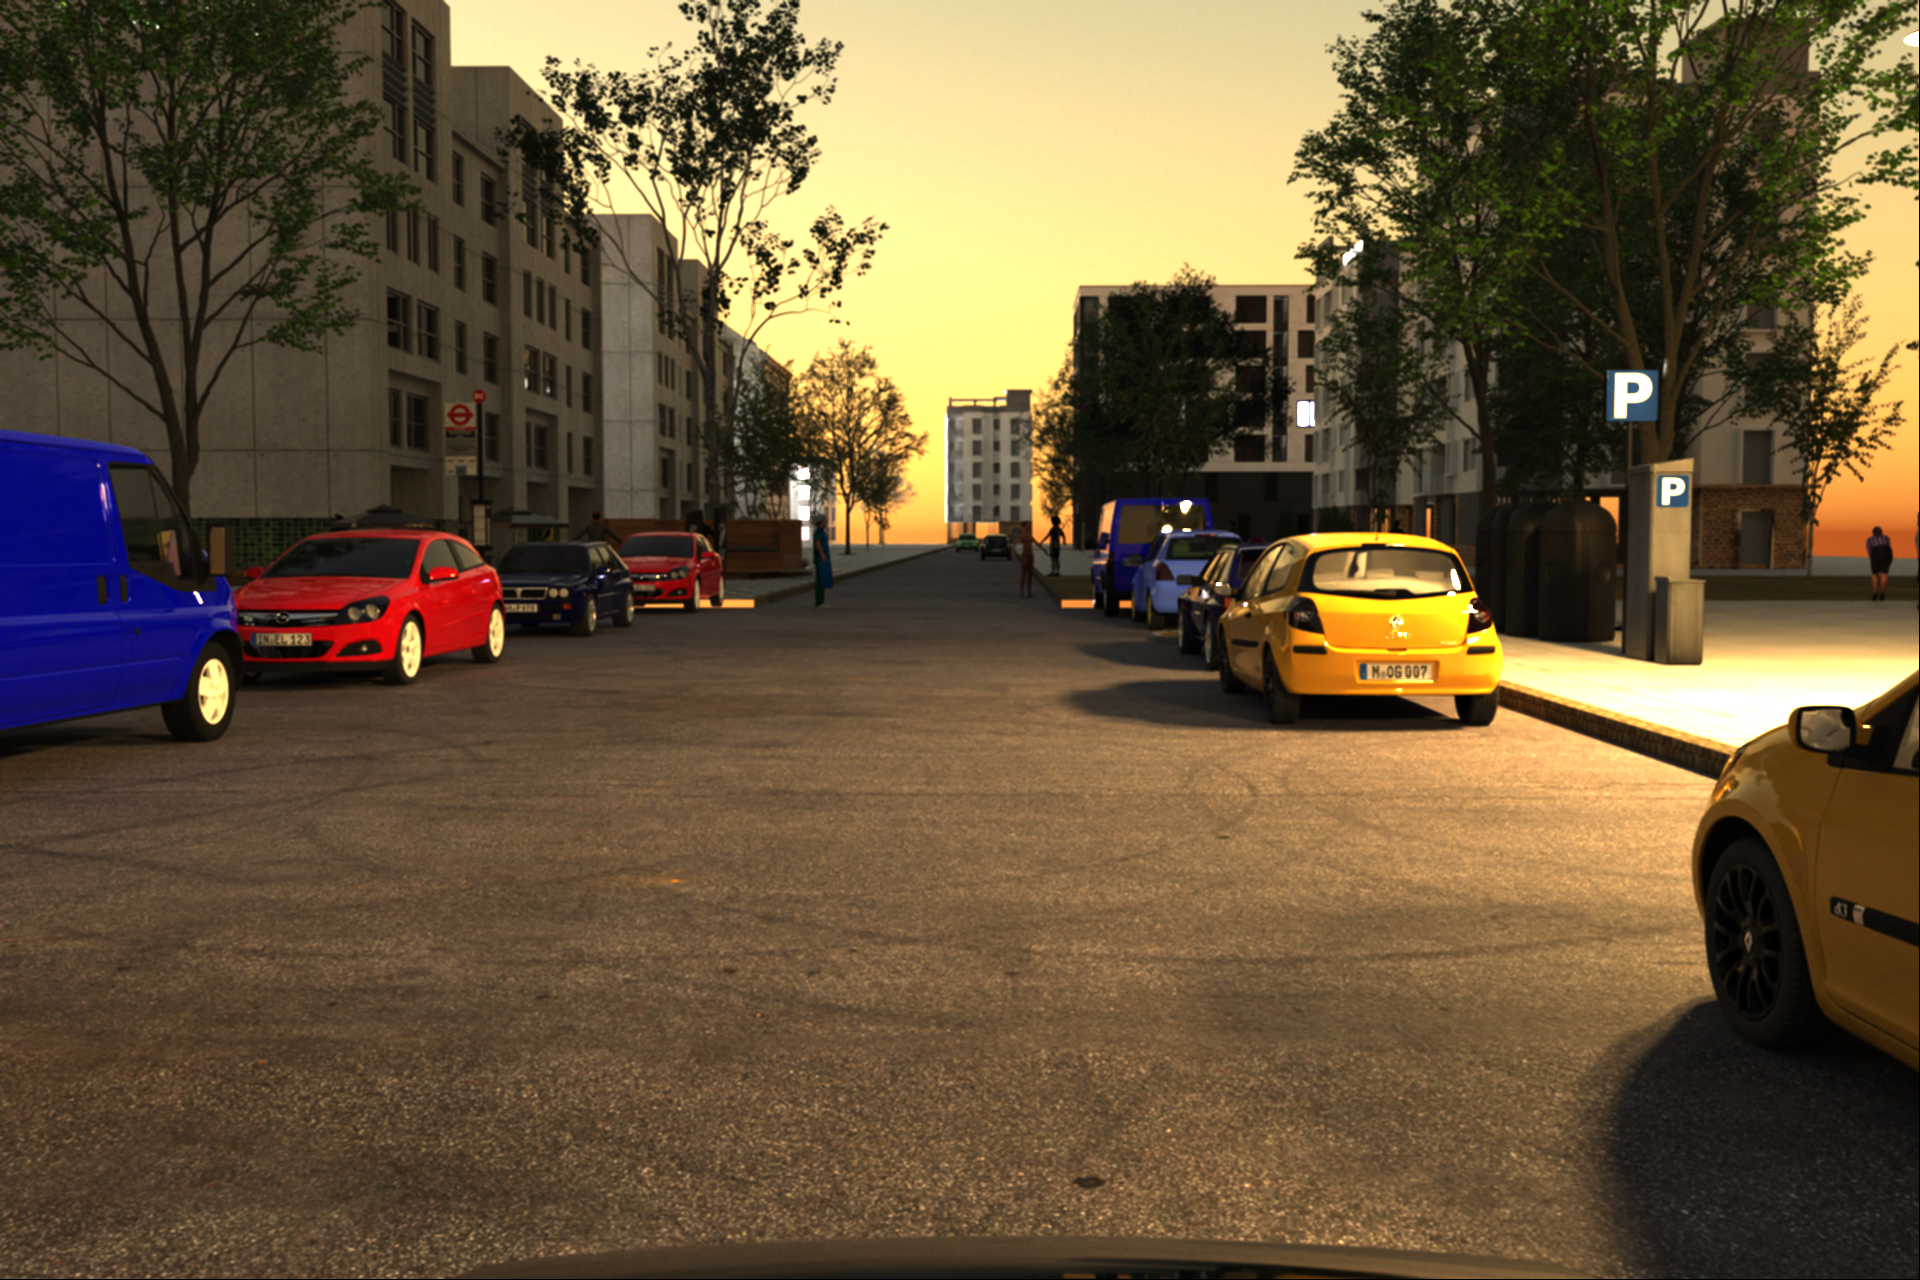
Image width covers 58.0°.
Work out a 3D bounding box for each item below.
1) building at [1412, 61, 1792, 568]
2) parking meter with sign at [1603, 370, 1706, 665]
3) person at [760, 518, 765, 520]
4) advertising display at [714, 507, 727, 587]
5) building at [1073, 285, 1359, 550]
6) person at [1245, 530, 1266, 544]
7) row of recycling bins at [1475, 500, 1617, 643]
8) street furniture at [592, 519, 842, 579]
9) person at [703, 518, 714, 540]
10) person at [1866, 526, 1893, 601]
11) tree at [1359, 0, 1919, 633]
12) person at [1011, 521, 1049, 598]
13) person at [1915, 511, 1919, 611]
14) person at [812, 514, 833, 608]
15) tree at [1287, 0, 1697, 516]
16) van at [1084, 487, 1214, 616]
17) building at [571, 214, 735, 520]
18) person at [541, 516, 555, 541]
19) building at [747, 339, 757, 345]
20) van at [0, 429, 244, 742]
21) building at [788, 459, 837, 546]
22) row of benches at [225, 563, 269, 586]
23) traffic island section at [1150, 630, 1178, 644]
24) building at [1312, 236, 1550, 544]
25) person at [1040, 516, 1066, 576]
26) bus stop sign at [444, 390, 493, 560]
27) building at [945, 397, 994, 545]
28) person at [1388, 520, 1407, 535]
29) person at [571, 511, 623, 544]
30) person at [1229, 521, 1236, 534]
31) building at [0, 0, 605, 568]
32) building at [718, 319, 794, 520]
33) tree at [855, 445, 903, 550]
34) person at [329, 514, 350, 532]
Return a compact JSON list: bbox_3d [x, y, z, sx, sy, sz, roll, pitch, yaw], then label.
[{"bbox_3d":[25.405,-13.425,75.914,16.016,20.090,11.380,0,4,2],"label":"building"},{"bbox_3d":[7.116,-1.309,17.667,0.543,3.016,1.738,0,4,1],"label":"parking meter with sign"},{"bbox_3d":[-7.000,-3.390,61.289,1.347,1.847,0.705,2,4,32],"label":"person"},{"bbox_3d":[-5.746,-2.220,41.507,0.123,1.923,0.974,0,4,3],"label":"advertising display"},{"bbox_3d":[24.216,-19.244,158.611,27.936,21.610,32.646,0,4,2],"label":"building"},{"bbox_3d":[10.329,-3.130,60.445,0.991,1.433,0.599,0,4,3],"label":"person"},{"bbox_3d":[7.397,-0.920,22.147,1.069,1.692,3.534,0,4,1],"label":"row of recycling bins"},{"bbox_3d":[-8.455,-2.857,53.560,11.010,1.723,9.812,1,4,12],"label":"street furniture"},{"bbox_3d":[-6.517,-2.278,43.386,1.346,1.812,0.704,-1,4,-18],"label":"person"},{"bbox_3d":[17.654,-1.468,33.281,0.421,1.427,0.697,1,4,17],"label":"person"},{"bbox_3d":[9.167,-5.928,22.681,9.928,11.665,9.643,0,3,0],"label":"tree"},{"bbox_3d":[1.561,-1.817,38.972,1.217,1.733,0.721,-3,5,-44],"label":"person"},{"bbox_3d":[16.104,-1.336,28.668,1.217,1.735,0.721,-3,5,-40],"label":"person"},{"bbox_3d":[-2.658,-1.526,33.538,0.704,1.817,1.347,0,4,-1],"label":"person"},{"bbox_3d":[9.730,-6.498,32.002,9.928,11.665,9.643,0,3,0],"label":"tree"},{"bbox_3d":[3.479,-1.675,31.778,2.240,2.365,5.245,0,4,0],"label":"van"},{"bbox_3d":[-25.183,-15.005,111.781,16.747,18.905,31.486,0,4,1],"label":"building"},{"bbox_3d":[-11.194,-2.466,46.784,0.721,1.772,1.216,0,4,1],"label":"person"},{"bbox_3d":[-25.282,-19.121,169.050,16.016,20.090,11.380,0,4,1],"label":"building"},{"bbox_3d":[-6.121,-0.359,10.251,2.240,2.365,5.245,0,4,1],"label":"van"},{"bbox_3d":[-18.812,-15.902,202.146,9.099,9.664,28.070,0,4,2],"label":"building"},{"bbox_3d":[-13.740,-1.262,36.102,4.104,0.672,1.422,2,4,30],"label":"row of benches"},{"bbox_3d":[3.583,-0.027,23.314,1.991,0.108,1.994,0,4,1],"label":"traffic island section"},{"bbox_3d":[27.967,-15.565,110.915,16.016,20.090,11.380,0,4,1],"label":"building"},{"bbox_3d":[2.879,-2.858,52.874,0.704,1.843,1.345,3,4,38],"label":"person"},{"bbox_3d":[-9.083,-2.652,32.056,0.855,3.939,0.416,0,4,0],"label":"bus stop sign"},{"bbox_3d":[-1.594,-22.749,230.825,11.380,20.090,16.016,0,4,1],"label":"building"},{"bbox_3d":[14.549,-3.111,57.587,1.216,1.740,0.721,3,4,37],"label":"person"},{"bbox_3d":[-8.192,-2.005,39.056,1.348,1.796,0.705,-1,4,-13],"label":"person"},{"bbox_3d":[10.776,-3.825,68.725,0.705,1.806,1.347,0,4,7],"label":"person"},{"bbox_3d":[-25.363,-12.200,65.935,16.747,18.905,31.486,0,4,1],"label":"building"},{"bbox_3d":[-25.690,-19.896,156.234,19.493,23.208,18.063,0,4,1],"label":"building"},{"bbox_3d":[-6.044,-11.625,140.429,4.360,8.622,3.978,0,3,0],"label":"tree"},{"bbox_3d":[-17.195,-2.571,47.966,0.705,1.837,1.347,3,4,37],"label":"person"}]
